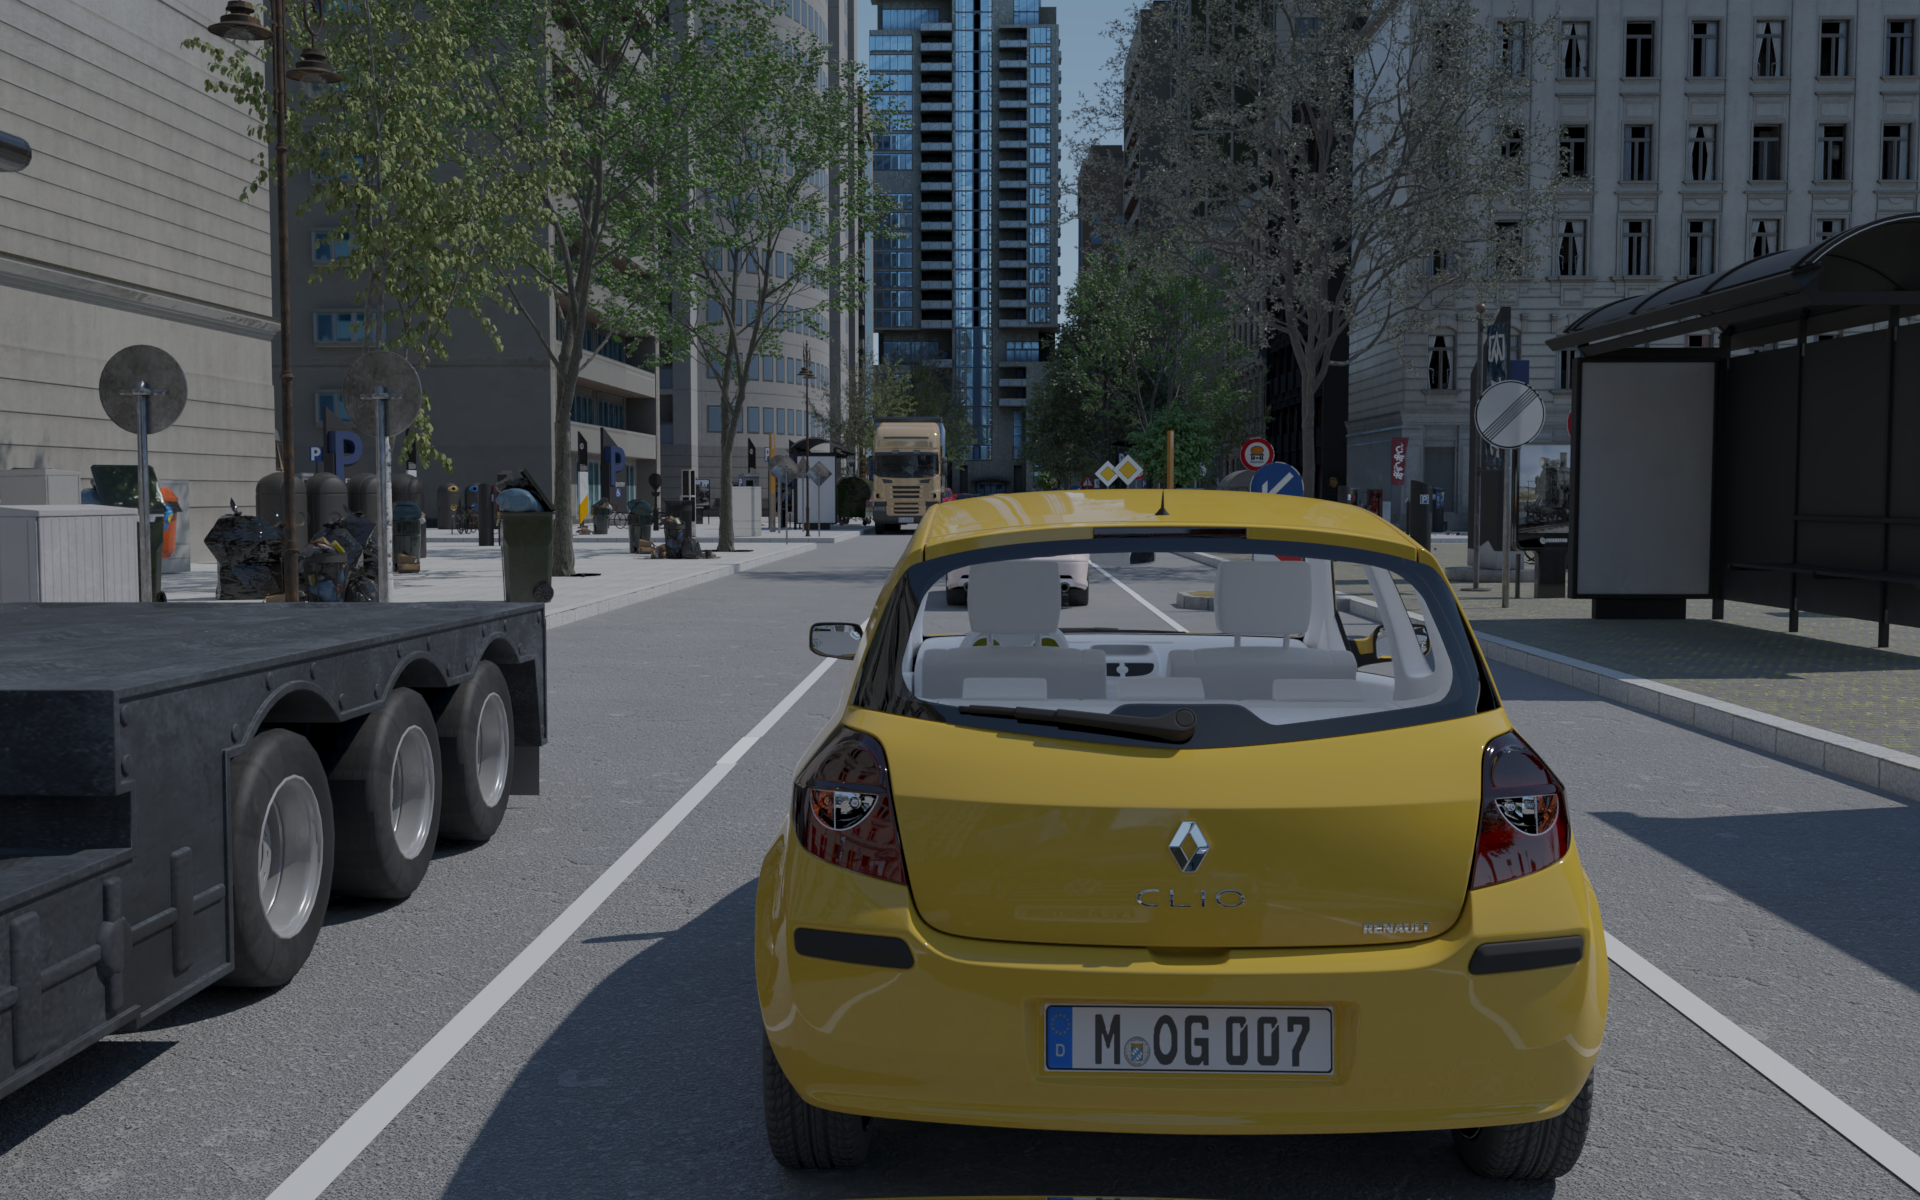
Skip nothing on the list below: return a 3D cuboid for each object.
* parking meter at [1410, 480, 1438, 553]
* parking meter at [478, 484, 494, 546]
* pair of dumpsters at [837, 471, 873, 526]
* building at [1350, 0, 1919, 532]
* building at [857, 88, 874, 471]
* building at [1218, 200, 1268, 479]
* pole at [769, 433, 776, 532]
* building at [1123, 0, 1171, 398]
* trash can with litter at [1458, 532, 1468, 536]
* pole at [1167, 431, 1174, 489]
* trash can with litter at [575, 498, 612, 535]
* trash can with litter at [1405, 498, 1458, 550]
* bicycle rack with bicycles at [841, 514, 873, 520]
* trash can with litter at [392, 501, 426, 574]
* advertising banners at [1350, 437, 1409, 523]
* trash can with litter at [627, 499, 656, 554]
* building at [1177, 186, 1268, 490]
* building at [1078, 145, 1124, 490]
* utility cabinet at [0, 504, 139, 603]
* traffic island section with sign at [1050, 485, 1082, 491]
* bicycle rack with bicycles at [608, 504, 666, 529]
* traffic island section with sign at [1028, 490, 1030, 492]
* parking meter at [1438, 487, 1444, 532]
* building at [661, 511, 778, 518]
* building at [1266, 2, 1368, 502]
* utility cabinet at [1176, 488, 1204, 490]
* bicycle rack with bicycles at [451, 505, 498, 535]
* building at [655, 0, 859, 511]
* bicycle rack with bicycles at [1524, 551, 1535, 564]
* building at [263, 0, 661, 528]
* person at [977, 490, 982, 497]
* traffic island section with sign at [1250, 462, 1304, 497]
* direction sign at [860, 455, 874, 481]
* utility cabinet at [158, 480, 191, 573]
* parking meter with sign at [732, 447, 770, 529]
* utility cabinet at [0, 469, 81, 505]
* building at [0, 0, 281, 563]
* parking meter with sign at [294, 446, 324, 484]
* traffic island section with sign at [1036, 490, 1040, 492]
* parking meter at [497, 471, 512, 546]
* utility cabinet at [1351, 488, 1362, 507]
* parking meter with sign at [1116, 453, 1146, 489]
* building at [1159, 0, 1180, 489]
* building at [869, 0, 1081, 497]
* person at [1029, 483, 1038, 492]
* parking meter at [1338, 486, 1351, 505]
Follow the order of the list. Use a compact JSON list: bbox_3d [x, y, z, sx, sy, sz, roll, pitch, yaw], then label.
[{"bbox_3d":[8.294,-1.393,31.184,0.372,1.533,0.369,0,3,0],"label":"parking meter"},{"bbox_3d":[-11.689,-2.097,42.704,0.372,1.533,0.369,0,3,0],"label":"parking meter"},{"bbox_3d":[-4.353,-4.261,72.156,1.574,2.255,4.437,0,4,1],"label":"pair of dumpsters"},{"bbox_3d":[24.008,-13.074,62.917,18.267,20.994,9.793,0,4,1],"label":"building"},{"bbox_3d":[-16.966,-32.860,187.378,14.200,45.320,14.600,0,4,1],"label":"building"},{"bbox_3d":[20.753,-14.283,98.159,10.561,19.102,19.286,0,4,1],"label":"building"},{"bbox_3d":[-6.307,-3.936,58.201,0.158,3.312,0.155,0,3,0],"label":"pole"},{"bbox_3d":[27.215,-33.286,167.924,21.300,48.544,21.600,0,4,1],"label":"building"},{"bbox_3d":[15.860,-2.617,53.843,2.233,1.210,1.678,1,4,14],"label":"trash can with litter"},{"bbox_3d":[6.784,-3.794,55.875,0.158,3.312,0.155,0,3,0],"label":"pole"},{"bbox_3d":[-11.536,-2.641,54.562,1.055,1.170,0.624,-2,4,-32],"label":"trash can with litter"},{"bbox_3d":[10.189,-1.772,40.022,1.678,1.210,2.233,3,4,39],"label":"trash can with litter"},{"bbox_3d":[-5.174,-4.296,83.622,2.925,0.926,2.852,0,4,-6],"label":"bicycle rack with bicycles"},{"bbox_3d":[-9.020,-1.040,28.396,0.624,1.170,1.055,-2,4,-24],"label":"trash can with litter"},{"bbox_3d":[12.870,-3.525,53.818,2.074,3.025,0.090,1,4,22],"label":"advertising banners"},{"bbox_3d":[-6.772,-1.582,37.258,0.624,1.170,1.055,-2,4,-27],"label":"trash can with litter"},{"bbox_3d":[20.223,-16.411,117.479,9.793,20.994,18.267,0,4,1],"label":"building"},{"bbox_3d":[22.655,-35.170,225.141,14.200,45.320,14.600,0,4,1],"label":"building"},{"bbox_3d":[-5.133,0.071,10.002,0.306,1.237,1.020,0,4,3],"label":"utility cabinet"},{"bbox_3d":[4.973,-4.158,76.607,1.989,1.847,2.006,0,4,1],"label":"traffic island section with sign"},{"bbox_3d":[-11.789,-3.117,64.352,2.925,0.926,2.852,3,4,37],"label":"bicycle rack with bicycles"},{"bbox_3d":[7.246,-10.545,181.045,1.989,1.847,2.006,0,4,1],"label":"traffic island section with sign"},{"bbox_3d":[16.000,-3.031,57.960,0.372,1.533,0.369,0,3,0],"label":"parking meter"},{"bbox_3d":[-18.829,-34.555,106.979,21.231,58.520,28.212,0,4,1],"label":"building"},{"bbox_3d":[21.671,-15.339,80.478,12.332,23.373,15.834,0,4,1],"label":"building"},{"bbox_3d":[8.674,-3.495,65.816,1.173,1.500,0.318,-2,4,-26],"label":"utility cabinet"},{"bbox_3d":[-15.302,-2.590,55.722,2.852,0.926,2.925,1,4,14],"label":"bicycle rack with bicycles"},{"bbox_3d":[-21.372,-38.154,165.809,21.231,58.520,28.212,0,4,1],"label":"building"},{"bbox_3d":[10.992,-1.142,32.048,2.925,0.926,2.852,1,4,16],"label":"bicycle rack with bicycles"},{"bbox_3d":[-25.787,-27.577,74.581,21.300,48.544,21.600,0,4,1],"label":"building"},{"bbox_3d":[1.799,-8.969,155.231,0.705,1.814,1.350,2,4,24],"label":"person"},{"bbox_3d":[3.804,-0.822,22.064,1.989,1.847,2.006,0,4,1],"label":"traffic island section with sign"},{"bbox_3d":[-5.440,-6.707,101.657,0.876,3.537,0.379,1,4,19],"label":"direction sign"},{"bbox_3d":[-12.872,-1.158,27.619,0.318,1.500,1.173,2,4,23],"label":"utility cabinet"},{"bbox_3d":[-7.761,-4.116,63.552,1.738,3.016,0.543,-2,4,-32],"label":"parking meter with sign"},{"bbox_3d":[-8.236,-0.421,15.559,1.173,1.500,0.318,3,5,44],"label":"utility cabinet"},{"bbox_3d":[-35.714,-15.358,27.521,44.131,29.872,17.030,0,4,1],"label":"building"},{"bbox_3d":[-23.805,-4.064,62.715,0.543,3.016,1.738,1,4,16],"label":"parking meter with sign"},{"bbox_3d":[5.566,-5.806,103.555,1.989,1.847,2.006,0,4,1],"label":"traffic island section with sign"},{"bbox_3d":[-11.245,-2.270,42.831,0.255,1.863,0.399,1,4,10],"label":"parking meter"},{"bbox_3d":[13.895,-3.210,61.161,0.318,1.500,1.173,2,4,28],"label":"utility cabinet"},{"bbox_3d":[7.460,-4.684,72.849,1.738,3.016,0.543,3,4,37],"label":"parking meter with sign"},{"bbox_3d":[26.720,-43.265,145.636,20.563,71.187,20.611,0,4,1],"label":"building"},{"bbox_3d":[0.148,-56.007,228.390,31.000,86.520,22.319,0,4,1],"label":"building"},{"bbox_3d":[2.779,-3.469,65.316,0.850,1.850,0.679,-1,4,-19],"label":"person"},{"bbox_3d":[11.488,-2.654,51.808,0.372,1.533,0.369,0,3,0],"label":"parking meter"}]
